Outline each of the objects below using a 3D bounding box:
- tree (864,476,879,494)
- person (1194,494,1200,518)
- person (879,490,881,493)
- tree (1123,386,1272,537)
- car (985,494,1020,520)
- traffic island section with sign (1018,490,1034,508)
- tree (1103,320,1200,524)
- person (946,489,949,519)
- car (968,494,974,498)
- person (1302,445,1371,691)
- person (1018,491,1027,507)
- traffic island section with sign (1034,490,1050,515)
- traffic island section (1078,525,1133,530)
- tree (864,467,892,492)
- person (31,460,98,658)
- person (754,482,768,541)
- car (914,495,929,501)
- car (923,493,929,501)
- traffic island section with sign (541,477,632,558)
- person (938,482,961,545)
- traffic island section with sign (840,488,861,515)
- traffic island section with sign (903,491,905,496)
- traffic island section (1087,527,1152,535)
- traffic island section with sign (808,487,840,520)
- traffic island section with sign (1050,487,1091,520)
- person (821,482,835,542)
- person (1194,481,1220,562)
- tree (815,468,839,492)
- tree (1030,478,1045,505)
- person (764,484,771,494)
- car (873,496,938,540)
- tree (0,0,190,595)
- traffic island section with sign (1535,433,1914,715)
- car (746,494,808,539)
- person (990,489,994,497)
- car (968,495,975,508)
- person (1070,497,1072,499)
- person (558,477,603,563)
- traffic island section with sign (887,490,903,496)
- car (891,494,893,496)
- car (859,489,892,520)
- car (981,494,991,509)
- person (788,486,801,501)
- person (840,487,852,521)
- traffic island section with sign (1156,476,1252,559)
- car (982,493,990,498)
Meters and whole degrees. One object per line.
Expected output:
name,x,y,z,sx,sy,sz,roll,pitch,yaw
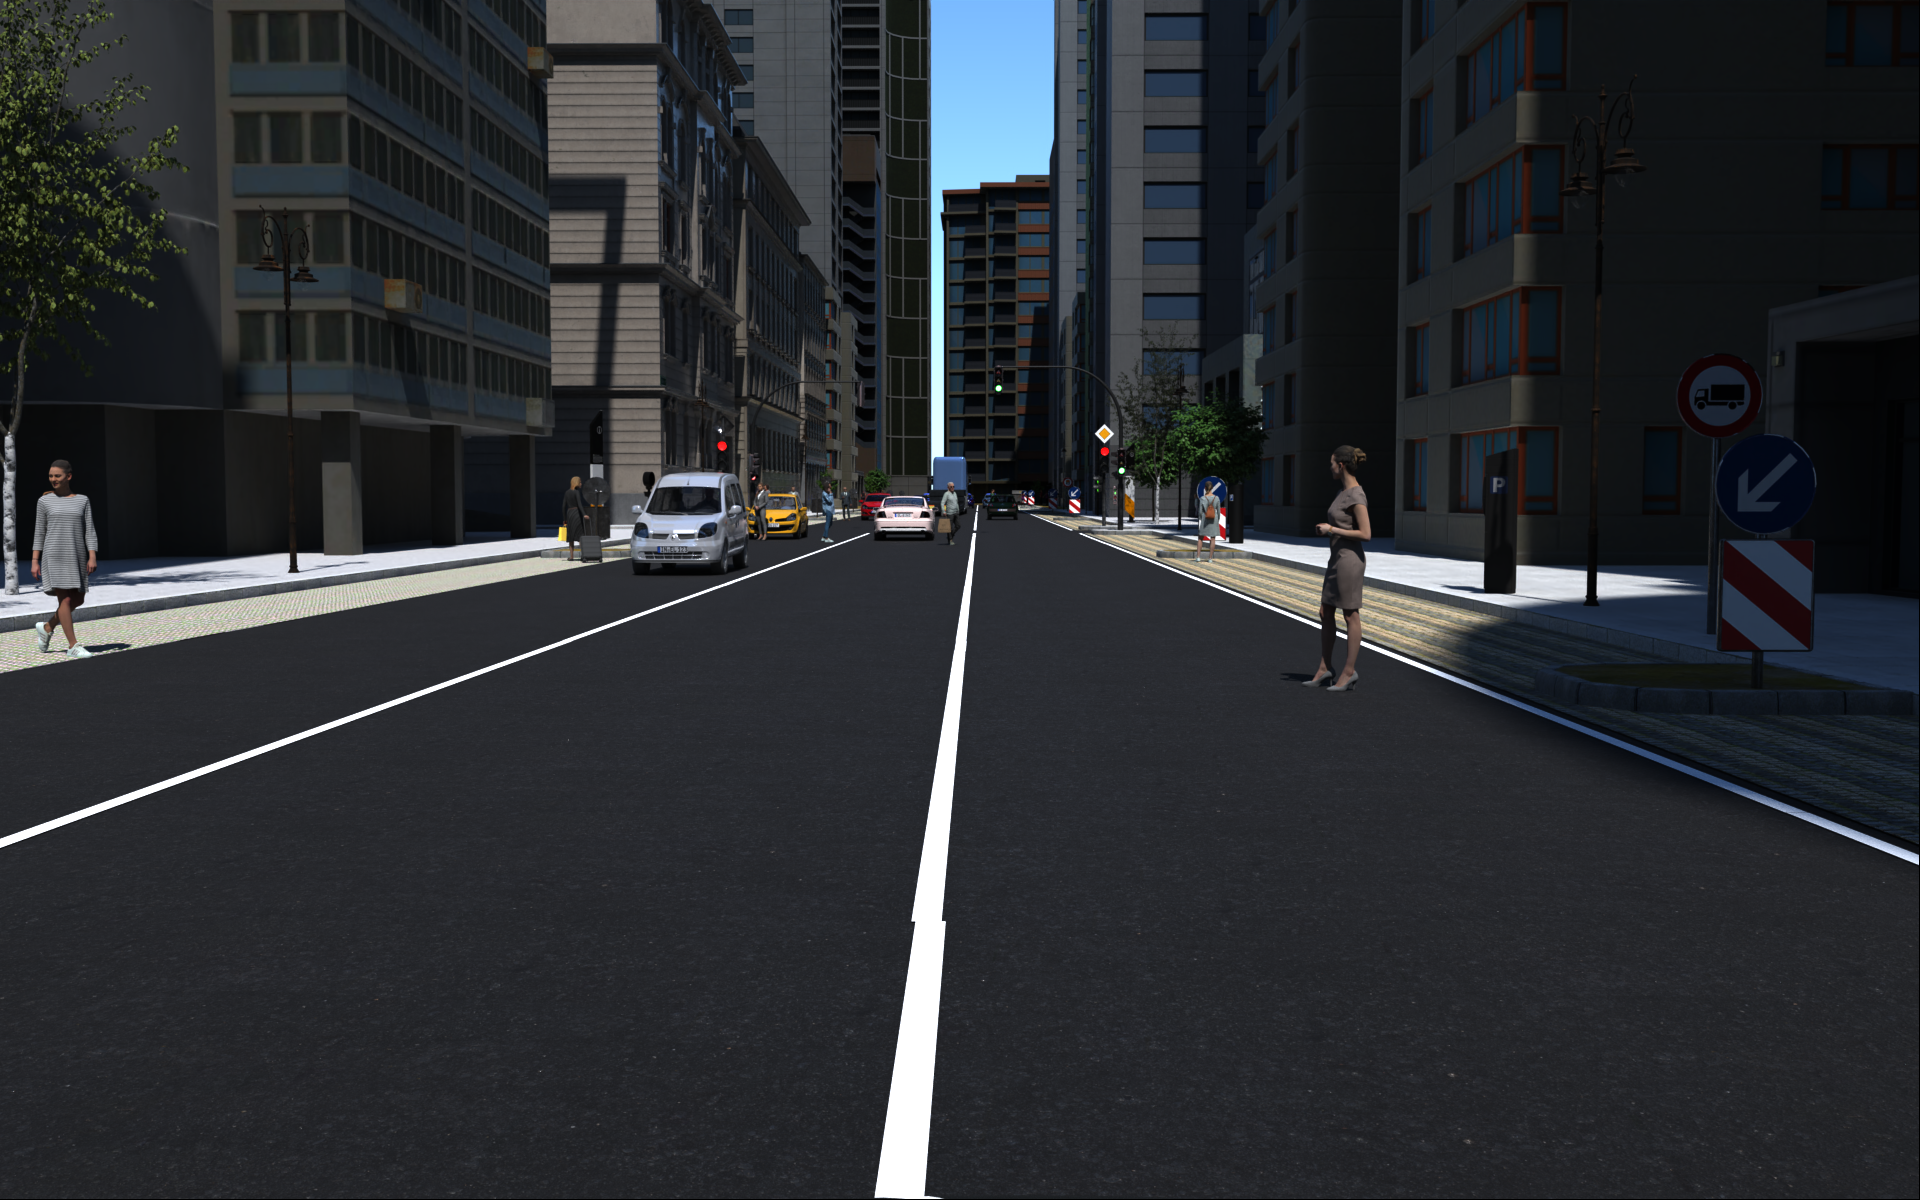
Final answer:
tree,-9.232,-11.383,180.706,1.663,3.219,1.824,0,3,0
person,12.730,-5.048,92.854,0.394,1.301,0.425,-1,4,-15
person,-7.481,-9.406,162.243,1.348,1.831,0.705,-2,4,-28
tree,7.923,-4.231,52.895,4.285,4.588,4.351,0,3,0
car,2.384,-5.328,96.907,2.009,1.686,4.222,0,4,1
traffic island section with sign,6.935,-9.978,171.763,1.989,1.847,2.006,0,4,1
tree,8.315,-7.529,73.468,4.360,8.622,3.978,0,3,0
person,-0.443,-4.894,88.703,0.709,1.800,0.728,-3,5,-44
car,0.790,-12.525,214.376,1.945,1.707,3.694,0,4,-1
person,2.748,-0.230,12.603,0.374,1.781,0.599,0,4,-6
person,7.006,-11.180,191.977,1.217,1.739,0.721,1,4,16
traffic island section with sign,6.370,-6.895,121.354,1.989,1.847,2.006,0,4,1
traffic island section,5.801,-2.890,69.540,2.009,0.180,2.903,0,4,1
tree,-9.768,-13.362,202.176,4.285,4.588,4.351,0,3,0
person,-7.924,-0.367,15.245,0.760,1.731,0.466,1,4,23
person,-6.180,-2.733,53.455,0.520,1.790,0.573,1,4,16
car,-3.882,-9.538,168.530,1.945,1.354,3.894,0,4,-1
car,-3.290,-10.618,183.189,1.945,1.707,3.694,0,4,2
traffic island section with sign,-8.350,-1.889,39.510,1.989,1.847,2.006,0,4,1
person,-0.329,-2.433,48.759,0.515,1.767,0.782,3,4,38
traffic island section with sign,-7.433,-6.899,121.428,1.989,1.847,2.006,0,4,1
traffic island section with sign,-6.590,-11.607,198.403,1.989,1.847,2.006,0,4,1
traffic island section,5.713,-2.402,61.555,2.009,0.180,2.903,0,4,1
traffic island section with sign,-7.751,-5.251,94.475,1.989,1.847,2.006,0,4,1
traffic island section with sign,6.082,-5.234,94.196,1.989,1.847,2.006,0,4,1
person,-3.945,-2.615,51.517,0.793,1.790,0.793,-2,4,-28
person,5.184,-1.627,36.104,0.512,1.701,0.522,0,4,-6
tree,-9.591,-8.033,125.946,1.663,3.219,1.824,0,3,0
tree,9.518,-13.129,209.263,1.663,3.219,1.824,0,3,0
person,-9.901,-4.949,87.311,0.716,1.782,0.532,3,4,37
car,-1.738,-2.600,54.871,2.083,1.381,4.827,0,4,0
tree,-12.097,-4.383,22.020,4.737,8.622,4.395,0,3,0
traffic island section with sign,5.168,-0.213,12.106,1.989,1.847,2.006,0,4,1
car,-5.903,-2.802,56.035,2.015,1.641,3.980,0,4,0
person,2.487,-7.500,131.370,0.529,1.795,0.600,2,4,35
car,0.573,-9.845,173.545,1.945,1.354,3.894,0,4,1
person,8.560,-7.573,130.286,0.576,1.772,0.534,1,4,15
person,-7.998,-1.691,36.362,0.699,1.804,1.509,-1,4,-23
traffic island section with sign,-6.888,-9.959,171.449,1.989,1.847,2.006,0,4,1
car,-7.162,-9.679,168.038,2.009,1.686,4.222,0,4,0
car,-4.463,-5.280,95.364,2.155,1.783,4.494,0,4,1
car,3.118,-9.819,172.538,2.014,1.417,4.499,0,4,1
person,-7.927,-4.538,82.809,0.709,1.813,0.853,-1,4,-11
person,-6.105,-5.132,92.585,0.661,1.801,0.590,-1,4,-8
traffic island section with sign,5.472,-1.861,39.060,1.989,1.847,2.006,0,4,1
car,3.349,-10.840,186.831,1.945,1.707,3.694,0,4,-1
